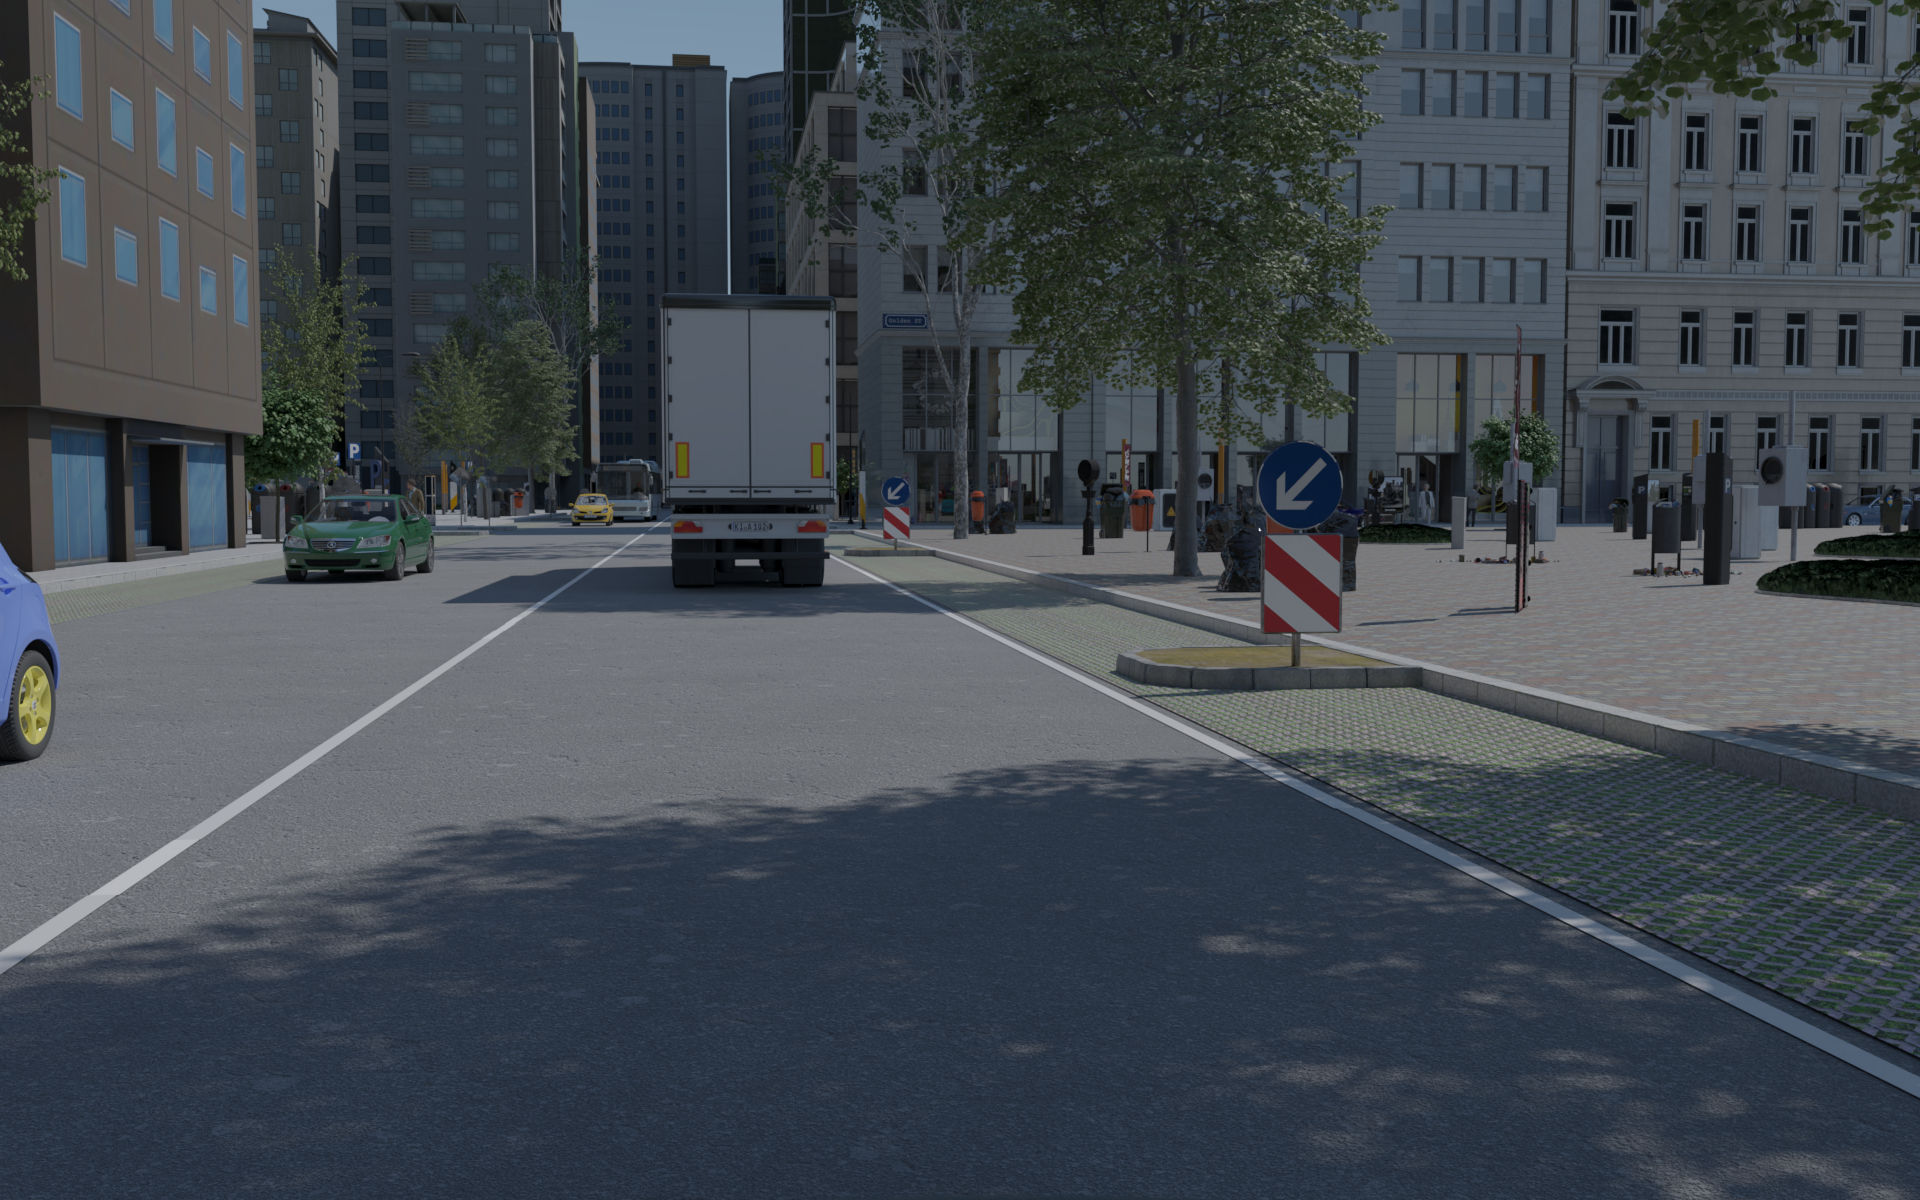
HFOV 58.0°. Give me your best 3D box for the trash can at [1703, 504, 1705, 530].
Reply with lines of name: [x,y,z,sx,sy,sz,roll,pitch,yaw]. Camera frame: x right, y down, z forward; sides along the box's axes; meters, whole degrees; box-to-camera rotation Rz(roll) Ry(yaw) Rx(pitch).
trash can: [25.747,-2.916,59.334,0.748,1.137,0.748,0,3,0]

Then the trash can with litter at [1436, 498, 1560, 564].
trash can with litter: [10.107,-1.311,32.491,2.233,1.210,1.678,1,4,17]

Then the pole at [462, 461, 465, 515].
pole: [-30.833,-6.953,107.530,0.158,3.312,0.155,0,3,0]

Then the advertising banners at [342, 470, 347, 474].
advertising banners: [-44.874,-7.889,125.178,0.090,3.025,2.074,0,4,-3]

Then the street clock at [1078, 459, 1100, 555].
street clock: [2.695,-1.941,36.306,0.358,2.002,0.471,-2,4,-35]

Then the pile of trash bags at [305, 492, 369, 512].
pile of trash bags: [-27.631,-4.066,76.239,3.447,1.369,1.912,0,4,0]

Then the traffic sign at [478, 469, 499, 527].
traffic sign: [-18.575,-3.955,68.314,0.795,2.450,0.064,-1,4,-8]

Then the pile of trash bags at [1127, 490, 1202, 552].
pile of trash bags: [5.330,-1.785,38.943,3.447,1.369,1.912,-2,4,-24]

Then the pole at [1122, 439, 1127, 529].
pole: [6.092,-4.305,64.224,0.158,3.312,0.155,0,3,0]

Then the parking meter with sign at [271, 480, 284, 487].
parking meter with sign: [-35.614,-5.757,90.393,0.543,3.016,1.738,3,5,40]

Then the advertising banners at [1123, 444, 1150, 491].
advertising banners: [6.244,-3.972,61.122,0.090,3.025,2.074,2,4,34]

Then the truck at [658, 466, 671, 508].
truck: [-30.150,-11.571,178.103,2.839,4.237,11.283,-1,4,-9]

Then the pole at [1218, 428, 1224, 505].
pole: [8.032,-3.637,53.301,0.158,3.312,0.155,0,3,0]

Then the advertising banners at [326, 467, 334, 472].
advertising banners: [-41.381,-7.071,111.795,2.074,3.025,0.090,0,4,6]

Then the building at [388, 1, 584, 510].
building: [-39.993,-28.395,147.847,14.154,41.232,14.086,-1,4,-8]

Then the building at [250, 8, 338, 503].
building: [-83.486,-37.124,196.215,27.495,52.752,28.713,-1,4,-8]

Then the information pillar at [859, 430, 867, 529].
information pillar: [-3.541,-4.380,62.961,0.183,3.616,0.504,1,4,13]

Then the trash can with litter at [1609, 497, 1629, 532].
trash can with litter: [22.159,-2.863,58.193,0.624,1.170,1.055,2,4,25]

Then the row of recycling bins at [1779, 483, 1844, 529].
row of recycling bins: [31.863,-3.535,64.903,3.534,1.692,1.069,-2,4,-34]

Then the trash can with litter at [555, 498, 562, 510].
trash can with litter: [-32.064,-7.688,137.090,1.055,1.170,0.624,-3,5,-45]

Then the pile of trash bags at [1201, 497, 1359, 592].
pile of trash bags: [4.291,-0.800,22.833,1.912,1.369,3.447,1,4,12]

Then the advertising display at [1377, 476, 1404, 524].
advertising display: [15.447,-3.489,62.257,0.974,1.923,0.123,1,4,9]

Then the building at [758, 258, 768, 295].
building: [-17.836,-27.011,213.334,14.160,30.474,14.107,-1,4,-8]

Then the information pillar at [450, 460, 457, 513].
information pillar: [-34.627,-7.769,118.369,0.183,3.616,0.504,3,5,39]

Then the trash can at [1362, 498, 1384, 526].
trash can: [14.626,-3.041,61.376,0.748,1.137,0.748,0,3,0]

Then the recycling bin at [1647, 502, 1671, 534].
recycling bin: [22.653,-2.669,56.189,0.722,1.027,0.722,1,4,17]

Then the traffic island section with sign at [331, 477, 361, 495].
traffic island section with sign: [-13.986,-1.880,39.368,1.989,1.847,2.006,-1,4,-8]

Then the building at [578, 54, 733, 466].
building: [-45.647,-42.344,234.329,28.212,58.520,21.231,-1,4,-8]

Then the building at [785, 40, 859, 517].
building: [-0.906,-18.883,113.248,19.350,26.468,34.151,-1,4,-8]

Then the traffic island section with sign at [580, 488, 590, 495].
traffic island section with sign: [-25.861,-6.791,119.664,1.989,1.847,2.006,-1,4,-8]

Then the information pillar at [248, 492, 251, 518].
information pillar: [-39.071,-6.321,94.705,0.504,3.616,0.183,-1,4,-16]

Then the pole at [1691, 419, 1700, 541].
pole: [20.110,-3.276,47.407,0.158,3.312,0.155,0,3,0]

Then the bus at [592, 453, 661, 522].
bus: [-17.368,-5.892,91.199,2.948,3.499,13.247,0,4,-7]

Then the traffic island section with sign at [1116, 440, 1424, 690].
traffic island section with sign: [2.297,-0.301,13.549,1.989,1.847,2.006,-1,4,-8]

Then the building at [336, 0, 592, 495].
building: [-45.969,-44.361,163.555,20.563,71.187,20.611,-1,4,-8]

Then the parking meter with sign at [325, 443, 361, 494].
parking meter with sign: [-21.419,-3.870,59.542,1.738,3.016,0.543,2,4,28]

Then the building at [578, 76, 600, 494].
building: [-45.538,-32.530,181.970,14.600,45.320,14.200,-1,4,-8]

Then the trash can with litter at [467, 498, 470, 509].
trash can with litter: [-31.809,-6.168,112.227,1.055,1.170,0.624,1,4,9]

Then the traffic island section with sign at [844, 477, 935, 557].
traffic island section with sign: [-1.679,-1.940,40.354,1.989,1.847,2.006,-1,4,-8]

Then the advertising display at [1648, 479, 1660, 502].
advertising display: [29.926,-4.264,74.928,0.974,1.923,0.123,-2,4,-35]

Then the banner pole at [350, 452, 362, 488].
banner pole: [-31.381,-6.105,89.839,0.863,3.779,0.401,1,4,12]

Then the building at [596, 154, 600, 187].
building: [-55.641,-33.586,203.754,28.867,44.769,22.147,-1,4,-8]

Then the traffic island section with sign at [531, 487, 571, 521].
traffic island section with sign: [-21.883,-5.146,92.759,1.989,1.847,2.006,-1,4,-8]

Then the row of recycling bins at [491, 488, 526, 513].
row of recycling bins: [-30.745,-6.694,116.560,1.069,1.692,3.534,3,5,40]

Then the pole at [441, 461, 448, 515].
pole: [-31.682,-6.872,106.207,0.158,3.312,0.155,0,3,0]

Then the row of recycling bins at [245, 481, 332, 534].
row of recycling bins: [-21.904,-2.960,55.511,3.534,1.692,1.069,0,4,-1]

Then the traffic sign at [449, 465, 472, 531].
traffic sign: [-17.405,-3.472,60.415,0.795,2.450,0.064,-1,4,-8]

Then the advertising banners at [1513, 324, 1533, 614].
advertising banners: [6.121,-1.387,18.866,0.090,3.025,2.074,1,4,23]

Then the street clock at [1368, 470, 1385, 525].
street clock: [12.323,-2.857,51.284,0.358,2.002,0.471,-2,4,-26]

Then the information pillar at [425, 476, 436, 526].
information pillar: [-21.230,-3.972,69.434,0.304,2.012,0.304,0,4,5]

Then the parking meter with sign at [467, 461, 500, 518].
parking meter with sign: [-25.557,-5.919,93.035,0.543,3.016,1.738,3,5,39]

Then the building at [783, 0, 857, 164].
building: [-8.962,-44.858,171.677,20.563,71.187,20.611,-1,4,-8]

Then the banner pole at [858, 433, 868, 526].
banner pole: [-3.913,-4.926,70.555,0.401,3.779,0.863,0,4,7]

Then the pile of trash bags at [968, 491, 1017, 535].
pile of trash bags: [0.804,-2.801,55.545,1.912,1.369,3.447,1,4,9]

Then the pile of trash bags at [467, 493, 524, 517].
pile of trash bags: [-26.529,-5.489,99.489,1.912,1.369,3.447,3,4,37]

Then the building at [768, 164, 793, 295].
building: [-9.489,-23.451,155.126,14.160,30.474,14.107,-1,4,-8]

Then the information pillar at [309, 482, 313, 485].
information pillar: [-38.449,-6.018,102.894,0.304,2.012,0.304,0,4,-5]

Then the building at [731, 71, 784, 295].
building: [-17.299,-42.605,238.596,28.212,58.520,21.231,-1,4,-8]

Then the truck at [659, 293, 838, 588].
truck: [-3.726,-2.508,29.920,2.839,4.237,11.283,0,4,-8]

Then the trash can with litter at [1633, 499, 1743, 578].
trash can with litter: [11.601,-1.003,27.464,2.233,1.210,1.678,-1,4,-18]
